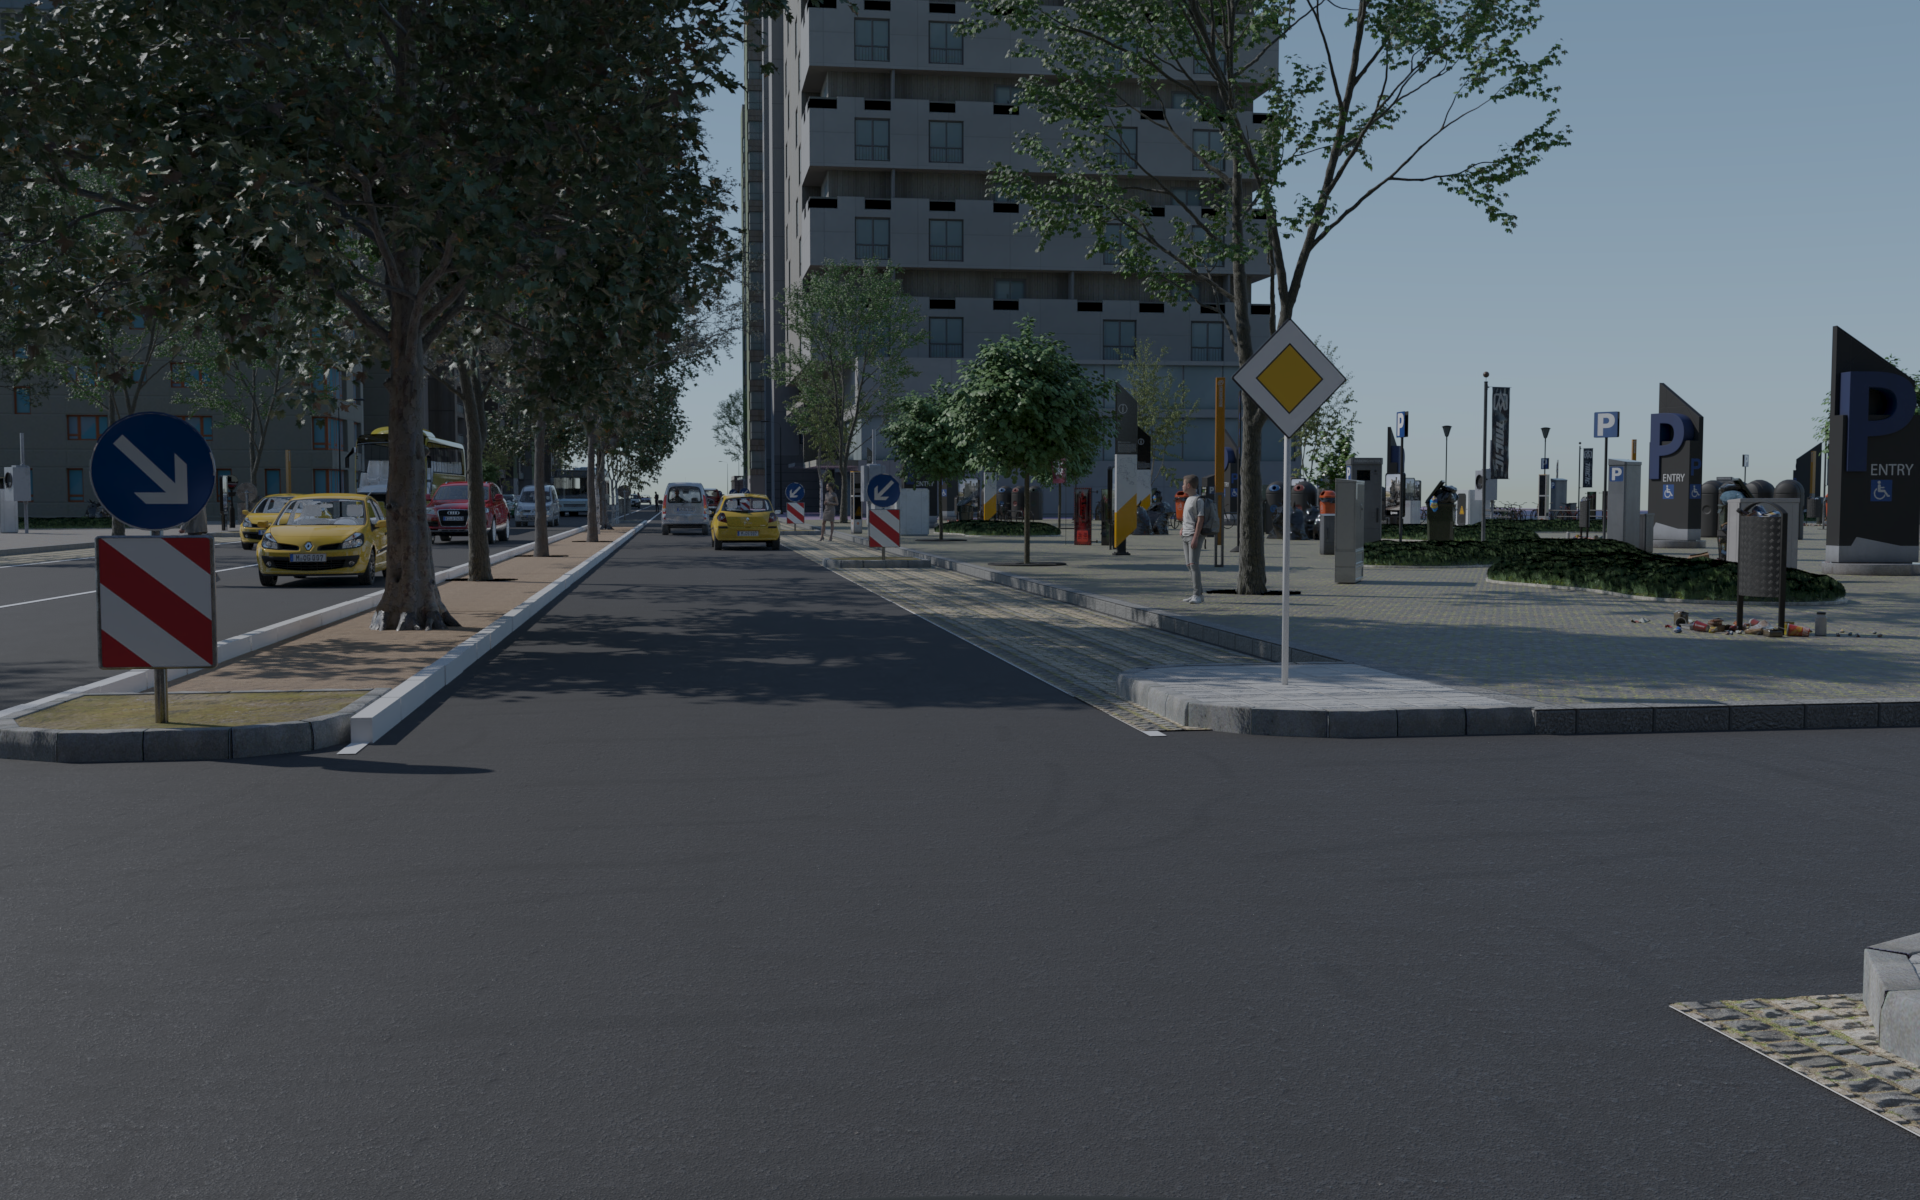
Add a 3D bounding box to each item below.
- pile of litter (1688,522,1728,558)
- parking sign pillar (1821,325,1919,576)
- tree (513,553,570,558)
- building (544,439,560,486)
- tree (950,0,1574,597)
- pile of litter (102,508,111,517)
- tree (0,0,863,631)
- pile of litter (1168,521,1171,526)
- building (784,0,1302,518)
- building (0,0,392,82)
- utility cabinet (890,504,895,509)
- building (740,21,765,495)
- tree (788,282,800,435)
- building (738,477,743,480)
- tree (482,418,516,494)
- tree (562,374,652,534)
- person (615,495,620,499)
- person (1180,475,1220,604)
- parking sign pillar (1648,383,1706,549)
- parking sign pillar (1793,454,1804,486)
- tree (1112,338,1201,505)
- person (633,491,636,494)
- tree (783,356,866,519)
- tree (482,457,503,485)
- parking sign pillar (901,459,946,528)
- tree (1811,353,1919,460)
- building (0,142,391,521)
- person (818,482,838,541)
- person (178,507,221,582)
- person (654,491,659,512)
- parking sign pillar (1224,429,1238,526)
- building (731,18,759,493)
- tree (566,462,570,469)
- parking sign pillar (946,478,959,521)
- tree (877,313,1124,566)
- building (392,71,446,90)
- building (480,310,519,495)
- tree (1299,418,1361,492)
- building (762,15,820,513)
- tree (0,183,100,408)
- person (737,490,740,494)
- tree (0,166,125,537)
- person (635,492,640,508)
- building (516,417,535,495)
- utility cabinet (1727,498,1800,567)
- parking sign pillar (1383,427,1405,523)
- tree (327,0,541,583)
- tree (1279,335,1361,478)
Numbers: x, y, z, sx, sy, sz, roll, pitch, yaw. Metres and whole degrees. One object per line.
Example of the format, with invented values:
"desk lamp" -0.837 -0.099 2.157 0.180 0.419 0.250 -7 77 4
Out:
"pile of litter" 12.588 -0.904 28.744 1.719 0.858 1.176 0 4 1
"parking sign pillar" 14.641 -2.399 27.701 1.447 3.967 1.447 0 4 -1
"tree" -9.549 -7.718 39.018 12.009 13.543 11.850 0 3 0
"building" -59.666 -33.188 226.211 14.154 41.232 14.086 -1 4 -9
"tree" 3.886 -5.884 21.952 9.928 11.665 9.643 0 3 0
"pile of litter" -33.684 -3.300 67.916 1.176 0.858 1.719 0 4 -3
"tree" -5.840 -6.026 17.991 9.611 12.733 9.660 0 3 0
"pile of litter" 7.742 -3.417 69.828 1.719 0.858 1.176 0 4 -1
"building" 3.295 -31.679 107.196 28.713 52.752 27.495 -1 4 -9
"building" -53.014 -26.216 120.514 32.217 40.220 23.993 -1 4 -9
"utility cabinet" -2.464 -3.682 71.364 0.306 1.237 1.020 -3 5 -43
"building" -12.074 -28.810 154.634 14.154 41.232 14.086 -1 4 -9
"tree" -5.040 -9.153 75.408 9.928 11.665 9.643 0 3 0
"building" -14.709 -36.023 208.579 23.786 49.044 30.456 -1 4 -9
"tree" -42.213 -12.753 158.875 4.737 8.622 4.395 0 3 0
"tree" -12.763 -6.606 60.826 4.360 8.622 3.978 0 3 0
"person" -43.543 -12.947 220.116 0.705 1.831 1.348 -3 5 -43
"person" 2.780 -0.725 20.489 0.523 1.515 0.503 -3 5 -42
"parking sign pillar" 17.080 -3.234 41.350 1.447 3.967 1.447 -1 4 -22
"parking sign pillar" 44.070 -6.218 90.128 1.447 3.967 1.447 0 4 -3
"tree" 8.946 -7.967 80.627 4.737 8.622 4.395 0 3 0
"person" -39.229 -12.255 208.965 1.348 1.812 0.705 2 4 33
"tree" -6.953 -8.517 89.621 4.737 8.622 4.395 0 3 0
"tree" -42.276 -10.406 153.858 4.285 4.588 4.351 0 3 0
"parking sign pillar" -1.530 -4.694 65.220 1.447 3.967 1.447 -1 4 -16
"tree" 21.478 -3.460 40.292 4.285 4.588 4.351 0 3 0
"building" -46.057 -15.272 94.743 27.650 21.520 28.899 -1 4 -9
"person" -3.969 -2.644 52.074 0.599 1.781 0.374 3 4 37
"person" -11.921 -1.118 26.960 0.728 1.800 0.709 0 4 -6
"person" -24.235 -7.846 138.259 0.415 1.643 0.593 0 4 -1
"parking sign pillar" 10.958 -5.039 70.866 1.447 3.967 1.447 -1 4 -17
"building" -20.545 -48.635 233.430 20.563 71.187 20.611 -1 4 -9
"tree" -55.572 -17.717 240.039 4.737 8.622 4.395 0 3 0
"parking sign pillar" -0.343 -5.840 83.962 1.447 3.967 1.447 3 5 42
"tree" 1.140 -2.909 31.282 4.285 4.588 4.351 0 3 0
"building" -47.239 -27.987 141.180 14.154 41.232 14.086 -1 4 -9
"building" -51.764 -24.441 171.304 14.160 30.474 14.107 -1 4 -9
"tree" 9.780 -3.039 44.296 1.663 3.219 1.824 0 3 0
"building" -4.709 -36.202 133.900 21.231 58.520 28.212 -1 4 -9
"tree" -23.491 -6.388 38.848 8.767 10.594 7.601 -2 4 -28
"person" -25.518 -11.736 198.455 0.721 1.766 1.217 1 4 14
"tree" -24.830 -7.668 51.125 9.928 11.665 9.643 0 3 0
"person" -33.218 -10.300 178.377 0.593 1.643 0.415 -3 5 -39
"building" -53.316 -30.666 184.977 14.154 41.232 14.086 -1 4 -9
"utility cabinet" 11.885 -0.887 25.660 1.020 1.237 0.306 -1 4 -13
"parking sign pillar" 17.575 -4.978 69.868 1.447 3.967 1.447 2 4 27
"tree" -7.990 -6.111 28.123 9.928 11.665 9.643 0 3 0
"tree" 16.491 -8.001 81.178 4.737 8.622 4.395 0 3 0
